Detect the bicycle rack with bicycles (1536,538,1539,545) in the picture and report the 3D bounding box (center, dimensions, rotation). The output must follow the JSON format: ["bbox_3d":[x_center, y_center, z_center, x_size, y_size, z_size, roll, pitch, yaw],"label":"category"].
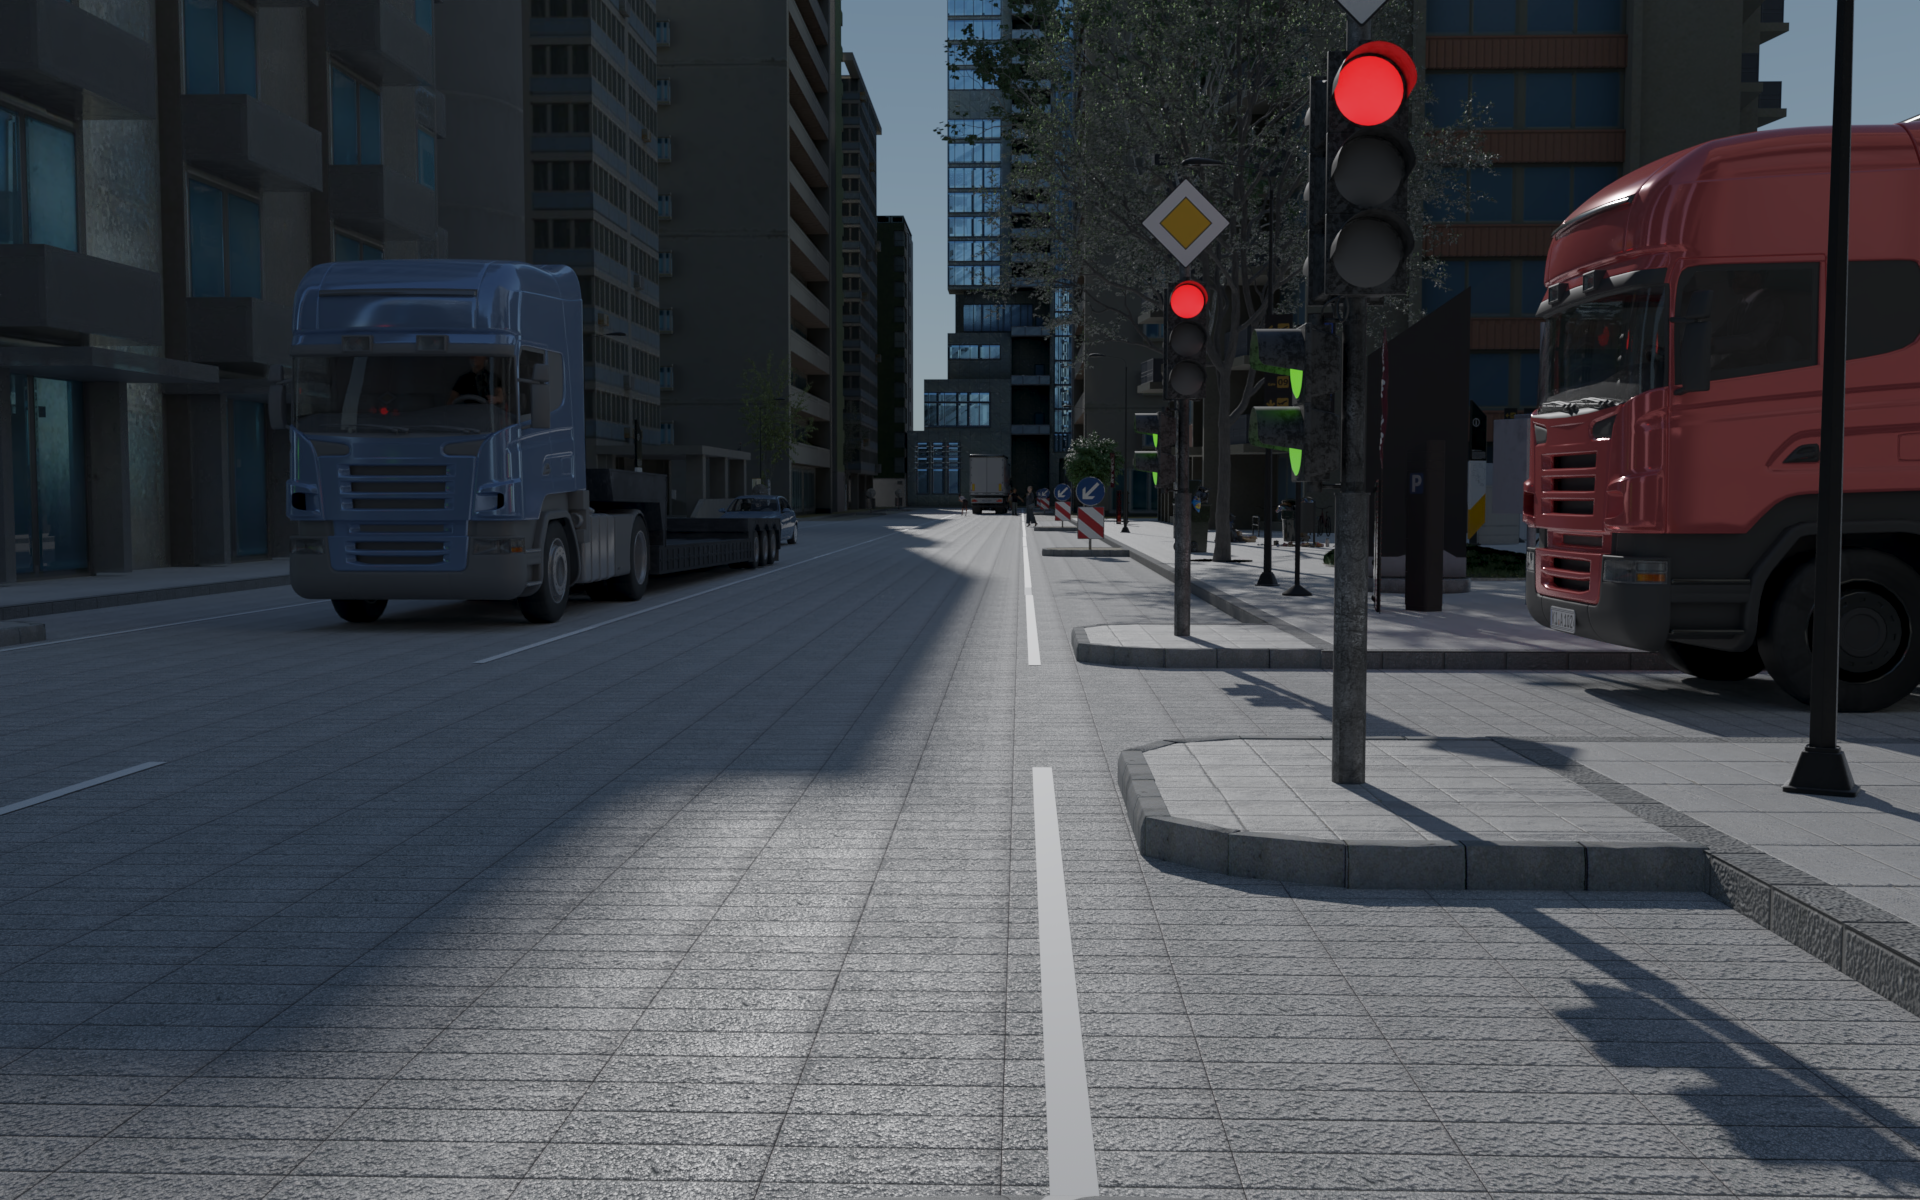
[{"bbox_3d":[11.497,-0.952,28.955,2.852,0.926,2.925,-2,4,-31],"label":"bicycle rack with bicycles"}]

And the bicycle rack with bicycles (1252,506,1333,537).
[{"bbox_3d":[10.102,-2.435,53.201,2.852,0.926,2.925,0,4,5],"label":"bicycle rack with bicycles"}]

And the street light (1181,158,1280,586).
[{"bbox_3d":[3.758,-3.151,24.067,1.470,5.913,1.316,0,4,2],"label":"street light"}]

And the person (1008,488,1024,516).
[{"bbox_3d":[3.631,-6.483,114.504,1.348,1.822,0.705,-3,4,-39],"label":"person"}]

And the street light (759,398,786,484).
[{"bbox_3d":[-9.115,-6.804,83.780,1.470,5.913,1.316,0,4,2],"label":"street light"}]

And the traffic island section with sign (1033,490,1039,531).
[{"bbox_3d":[3.871,-3.595,67.402,1.989,1.847,2.006,0,4,2],"label":"traffic island section with sign"}]

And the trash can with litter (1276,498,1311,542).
[{"bbox_3d":[9.002,-2.157,46.647,0.624,1.170,1.055,3,4,37],"label":"trash can with litter"}]

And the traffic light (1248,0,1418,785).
[{"bbox_3d":[1.712,-1.143,7.605,0.839,4.253,0.868,0,4,2],"label":"traffic light"}]

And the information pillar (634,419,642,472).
[{"bbox_3d":[-10.079,-3.848,54.276,0.183,3.616,0.504,0,4,7],"label":"information pillar"}]

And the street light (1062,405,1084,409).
[{"bbox_3d":[6.045,-7.223,90.635,1.470,5.913,1.316,0,4,2],"label":"street light"}]

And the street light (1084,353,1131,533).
[{"bbox_3d":[4.950,-5.187,57.349,1.470,5.913,1.316,0,4,2],"label":"street light"}]

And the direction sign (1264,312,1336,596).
[{"bbox_3d":[4.263,-1.823,21.800,0.876,3.537,0.379,1,4,19],"label":"direction sign"}]

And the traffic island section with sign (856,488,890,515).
[{"bbox_3d":[-6.049,-6.720,118.499,1.989,1.847,2.006,0,4,2],"label":"traffic island section with sign"}]

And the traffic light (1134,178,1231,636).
[{"bbox_3d":[1.995,-1.631,15.585,0.839,4.253,0.868,0,4,2],"label":"traffic light"}]

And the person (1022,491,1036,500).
[{"bbox_3d":[5.943,-8.614,149.426,1.348,1.812,0.705,2,4,26],"label":"person"}]

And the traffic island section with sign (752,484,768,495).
[{"bbox_3d":[-7.842,-3.623,67.867,1.989,1.847,2.006,0,4,2],"label":"traffic island section with sign"}]

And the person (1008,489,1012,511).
[{"bbox_3d":[4.326,-8.526,147.899,0.705,1.824,1.348,-1,4,-16],"label":"person"}]

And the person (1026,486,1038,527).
[{"bbox_3d":[3.089,-4.080,75.629,0.534,1.772,0.576,-3,5,-41],"label":"person"}]

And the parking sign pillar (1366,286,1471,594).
[{"bbox_3d":[6.022,-2.102,22.838,1.447,3.967,1.447,1,4,14],"label":"parking sign pillar"}]

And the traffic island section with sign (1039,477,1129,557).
[{"bbox_3d":[2.912,-1.947,40.463,1.989,1.847,2.006,0,4,2],"label":"traffic island section with sign"}]

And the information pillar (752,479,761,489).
[{"bbox_3d":[-9.713,-4.783,82.692,0.304,2.012,0.304,2,4,35],"label":"information pillar"}]

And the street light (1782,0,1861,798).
[{"bbox_3d":[3.188,-2.128,7.342,1.470,5.913,1.316,0,4,2],"label":"street light"}]

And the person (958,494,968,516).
[{"bbox_3d":[0.181,-6.283,114.423,0.799,1.438,0.628,1,4,17],"label":"person"}]

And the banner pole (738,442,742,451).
[{"bbox_3d":[-10.590,-5.701,83.224,0.401,3.779,0.863,0,4,5],"label":"banner pole"}]

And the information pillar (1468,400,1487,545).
[{"bbox_3d":[12.867,-3.166,43.113,0.504,3.616,0.183,-1,4,-23],"label":"information pillar"}]

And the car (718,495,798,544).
[{"bbox_3d":[-5.638,-2.221,48.320,2.014,1.417,4.499,0,4,4],"label":"car"}]

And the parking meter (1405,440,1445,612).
[{"bbox_3d":[5.094,-0.813,19.003,0.255,1.863,0.399,-2,4,-24],"label":"parking meter"}]

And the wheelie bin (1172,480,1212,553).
[{"bbox_3d":[5.125,-1.858,38.293,0.693,1.594,0.980,-2,4,-29],"label":"wheelie bin"}]

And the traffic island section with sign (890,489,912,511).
[{"bbox_3d":[-5.089,-8.368,145.437,1.989,1.847,2.006,0,4,2],"label":"traffic island section with sign"}]

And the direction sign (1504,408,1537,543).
[{"bbox_3d":[14.750,-3.283,45.676,0.876,3.537,0.379,0,4,-4],"label":"direction sign"}]

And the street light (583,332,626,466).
[{"bbox_3d":[-10.241,-4.719,49.695,1.470,5.913,1.316,0,4,2],"label":"street light"}]

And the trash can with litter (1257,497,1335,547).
[{"bbox_3d":[8.272,-1.917,42.405,1.678,1.210,2.233,-2,4,-35],"label":"trash can with litter"}]
